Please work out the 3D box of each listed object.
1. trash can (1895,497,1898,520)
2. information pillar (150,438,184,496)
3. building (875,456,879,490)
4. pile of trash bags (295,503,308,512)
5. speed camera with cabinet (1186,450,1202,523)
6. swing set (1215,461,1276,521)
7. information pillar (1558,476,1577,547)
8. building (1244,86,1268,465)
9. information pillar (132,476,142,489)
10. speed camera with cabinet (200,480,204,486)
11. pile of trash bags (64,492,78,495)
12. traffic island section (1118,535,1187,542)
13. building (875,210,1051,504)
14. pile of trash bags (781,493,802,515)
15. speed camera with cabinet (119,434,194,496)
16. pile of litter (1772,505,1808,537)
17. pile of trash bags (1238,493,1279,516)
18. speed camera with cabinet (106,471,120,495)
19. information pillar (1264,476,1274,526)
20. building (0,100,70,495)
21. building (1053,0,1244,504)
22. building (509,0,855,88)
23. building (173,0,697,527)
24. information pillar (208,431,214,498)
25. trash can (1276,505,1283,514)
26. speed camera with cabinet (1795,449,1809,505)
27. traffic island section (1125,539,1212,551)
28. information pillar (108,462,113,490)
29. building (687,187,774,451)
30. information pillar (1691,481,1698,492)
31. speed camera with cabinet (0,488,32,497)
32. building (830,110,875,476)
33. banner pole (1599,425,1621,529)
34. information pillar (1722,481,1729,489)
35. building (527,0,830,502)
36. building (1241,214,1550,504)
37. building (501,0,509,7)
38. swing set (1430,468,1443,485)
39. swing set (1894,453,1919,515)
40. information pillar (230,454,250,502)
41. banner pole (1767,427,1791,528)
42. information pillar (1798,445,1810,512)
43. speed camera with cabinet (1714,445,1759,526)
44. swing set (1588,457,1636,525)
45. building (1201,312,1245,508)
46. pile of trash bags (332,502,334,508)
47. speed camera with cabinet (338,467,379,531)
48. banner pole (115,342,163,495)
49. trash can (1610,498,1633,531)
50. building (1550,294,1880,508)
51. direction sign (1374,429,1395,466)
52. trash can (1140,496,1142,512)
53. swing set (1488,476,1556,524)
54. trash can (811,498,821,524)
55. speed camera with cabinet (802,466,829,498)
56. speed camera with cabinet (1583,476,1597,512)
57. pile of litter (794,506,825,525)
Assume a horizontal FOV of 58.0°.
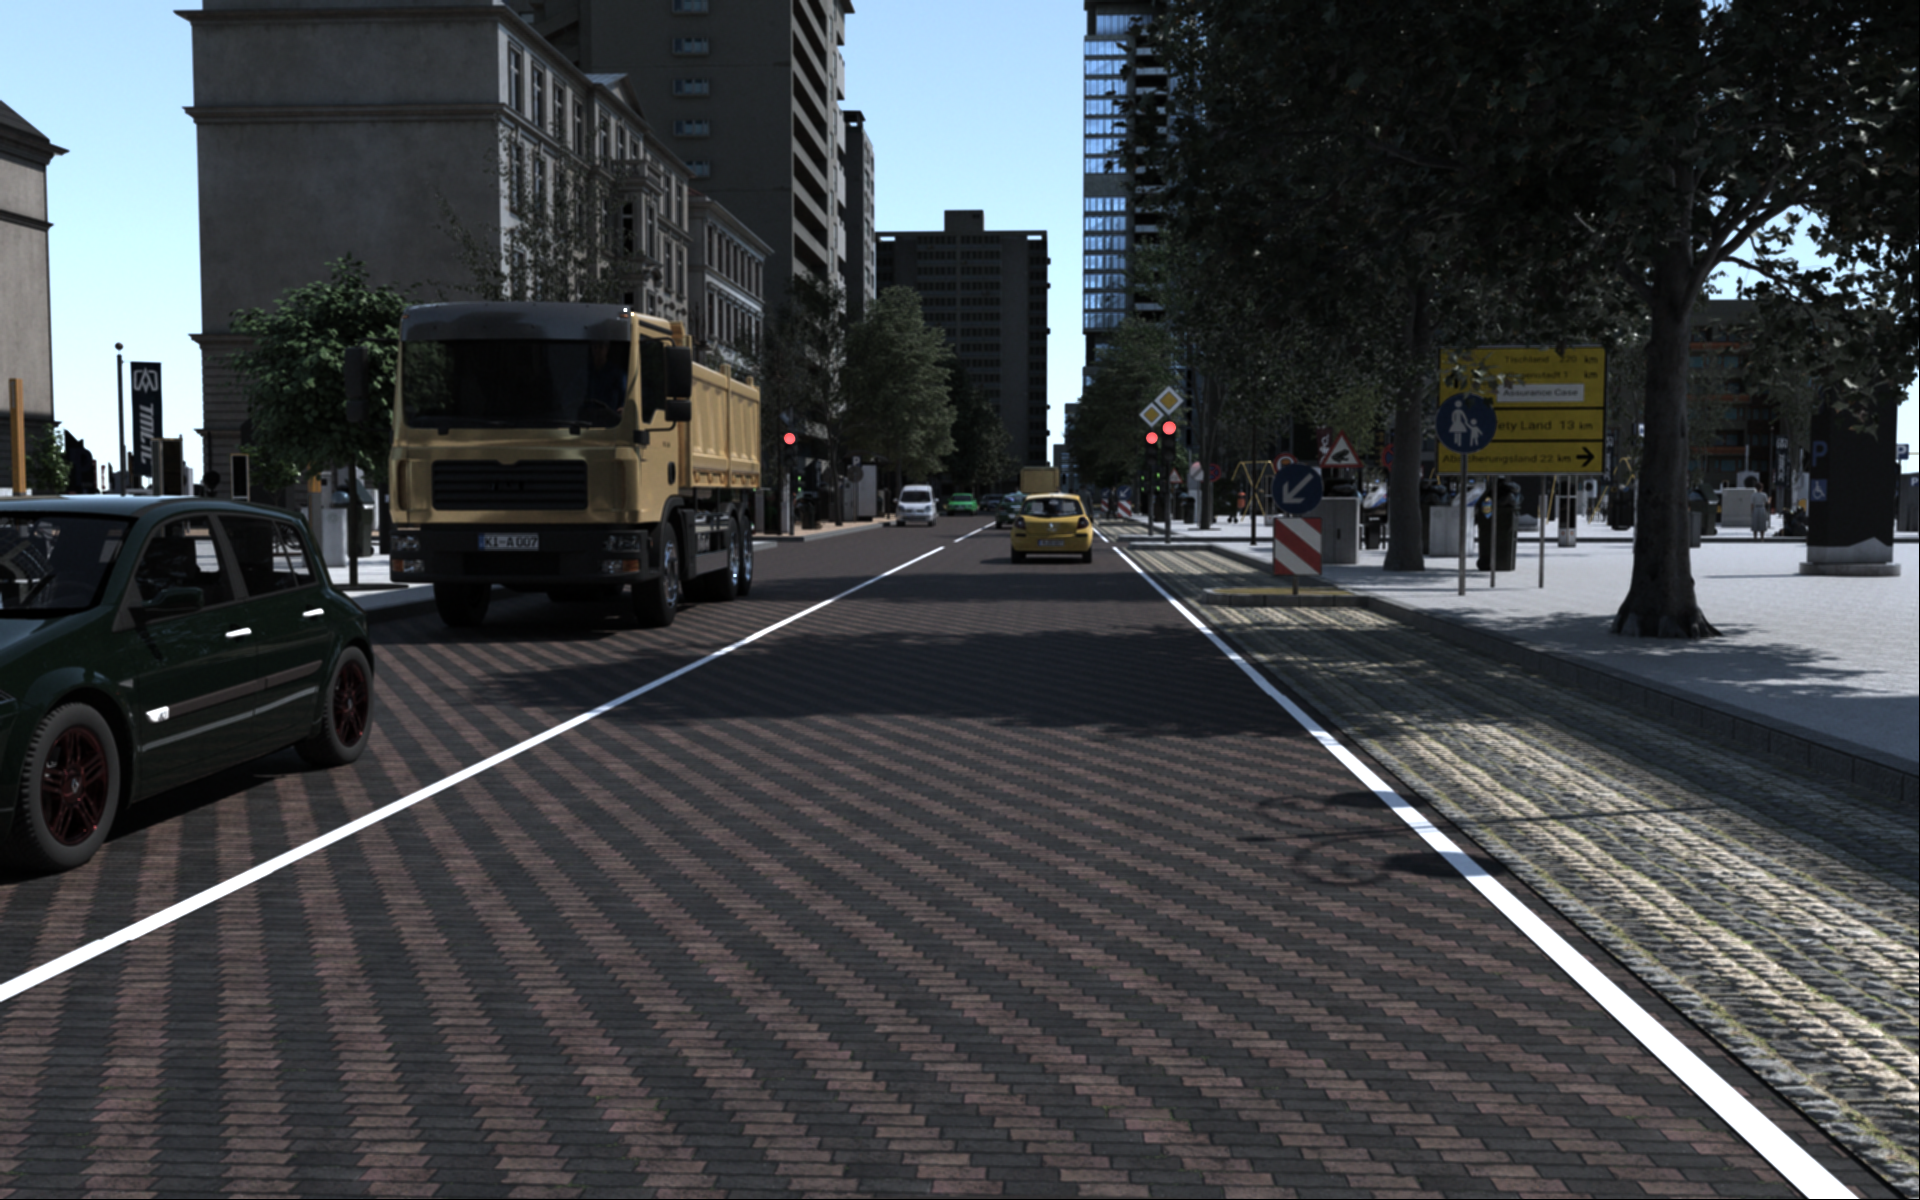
[{"bbox_3d":[47.888,-4.753,89.369,0.748,1.137,0.748,0,3,0],"label":"trash can"},{"bbox_3d":[-10.442,-1.123,22.860,0.304,2.012,0.304,3,5,44],"label":"information pillar"},{"bbox_3d":[-25.515,-39.678,237.978,27.495,52.752,28.713,0,4,3],"label":"building"},{"bbox_3d":[-43.406,-6.304,112.815,1.912,1.369,3.447,1,4,16],"label":"pile of trash bags"},{"bbox_3d":[10.426,-5.058,77.032,0.660,3.252,2.038,0,4,6],"label":"speed camera with cabinet"},{"bbox_3d":[14.088,-5.235,83.207,2.862,2.851,3.119,-1,4,-18],"label":"swing set"},{"bbox_3d":[14.652,-2.279,41.752,0.304,2.012,0.304,-2,4,-30],"label":"information pillar"},{"bbox_3d":[32.423,-28.816,154.735,14.154,41.232,14.086,0,4,3],"label":"building"},{"bbox_3d":[-31.116,-3.733,65.520,0.304,2.012,0.304,-1,4,-15],"label":"information pillar"},{"bbox_3d":[-45.193,-6.806,105.613,2.038,3.252,0.660,-3,5,-42],"label":"speed camera with cabinet"},{"bbox_3d":[-35.444,-3.539,67.609,3.447,1.369,1.912,2,4,33],"label":"pile of trash bags"},{"bbox_3d":[5.851,-1.874,52.923,2.009,0.180,2.903,0,4,3],"label":"traffic island section"},{"bbox_3d":[0.492,-33.501,239.627,23.993,40.220,32.217,0,4,3],"label":"building"},{"bbox_3d":[-9.346,-5.248,95.557,1.912,1.369,3.447,0,4,-3],"label":"pile of trash bags"},{"bbox_3d":[-26.328,-3.826,56.885,2.038,3.252,0.660,-1,4,-8],"label":"speed camera with cabinet"},{"bbox_3d":[25.089,-2.330,52.064,1.176,0.858,1.719,-1,4,-13],"label":"pile of litter"},{"bbox_3d":[17.571,-5.746,103.693,1.912,1.369,3.447,3,5,39],"label":"pile of trash bags"},{"bbox_3d":[-34.288,-4.658,70.488,0.660,3.252,2.038,-2,4,-35],"label":"speed camera with cabinet"},{"bbox_3d":[12.246,-3.922,68.609,0.304,2.012,0.304,0,4,-4],"label":"information pillar"},{"bbox_3d":[-48.794,-12.643,71.342,19.286,19.102,10.561,0,4,3],"label":"building"},{"bbox_3d":[28.048,-56.141,230.574,31.000,86.520,22.319,0,4,3],"label":"building"},{"bbox_3d":[-25.539,-35.233,165.296,28.713,52.752,27.495,0,4,3],"label":"building"},{"bbox_3d":[-21.596,-16.131,82.831,14.460,24.649,34.723,0,4,3],"label":"building"},{"bbox_3d":[-27.971,-4.486,64.696,0.183,3.616,0.504,-1,4,-15],"label":"information pillar"},{"bbox_3d":[20.834,-6.160,112.373,0.748,1.137,0.748,0,3,0],"label":"trash can"},{"bbox_3d":[36.935,-4.914,74.685,0.660,3.252,2.038,-1,4,-21],"label":"speed camera with cabinet"},{"bbox_3d":[5.413,-1.386,44.950,2.009,0.180,2.903,0,4,3],"label":"traffic island section"},{"bbox_3d":[-61.758,-8.233,125.957,0.183,3.616,0.504,0,4,-1],"label":"information pillar"},{"bbox_3d":[-19.272,-16.791,110.695,11.583,22.565,21.152,0,4,3],"label":"building"},{"bbox_3d":[41.222,-5.672,97.237,0.304,2.012,0.304,1,4,21],"label":"information pillar"},{"bbox_3d":[-25.889,-3.170,46.164,0.660,3.252,2.038,2,4,30],"label":"speed camera with cabinet"},{"bbox_3d":[-16.472,-30.803,187.222,14.086,41.232,14.154,0,4,3],"label":"building"},{"bbox_3d":[23.674,-4.460,62.932,0.863,3.779,0.401,1,4,8],"label":"banner pole"},{"bbox_3d":[42.234,-5.574,95.620,0.304,2.012,0.304,2,4,27],"label":"information pillar"},{"bbox_3d":[-22.572,-31.581,140.045,21.300,48.544,21.600,0,4,3],"label":"building"},{"bbox_3d":[33.820,-42.695,136.307,20.563,71.187,20.611,0,4,3],"label":"building"},{"bbox_3d":[-37.788,-39.280,184.225,28.212,58.520,21.231,0,4,3],"label":"building"},{"bbox_3d":[29.680,-6.547,104.665,3.119,2.851,2.862,-2,4,-24],"label":"swing set"},{"bbox_3d":[35.321,-4.189,66.116,3.119,2.851,2.862,1,4,23],"label":"swing set"},{"bbox_3d":[-13.237,-1.675,31.878,0.304,2.012,0.304,-1,4,-21],"label":"information pillar"},{"bbox_3d":[30.509,-4.567,64.694,0.863,3.779,0.401,0,4,5],"label":"banner pole"},{"bbox_3d":[40.300,-5.591,82.772,0.504,3.616,0.183,0,4,7],"label":"information pillar"},{"bbox_3d":[30.957,-4.601,69.564,2.038,3.252,0.660,0,4,1],"label":"speed camera with cabinet"},{"bbox_3d":[28.478,-4.627,73.274,2.862,2.851,3.119,0,4,5],"label":"swing set"},{"bbox_3d":[39.694,-20.268,176.423,27.650,21.520,28.899,0,4,3],"label":"building"},{"bbox_3d":[-41.792,-6.604,117.731,3.447,1.369,1.912,1,4,9],"label":"pile of trash bags"},{"bbox_3d":[-20.431,-3.993,59.629,0.660,3.252,2.038,2,4,28],"label":"speed camera with cabinet"},{"bbox_3d":[-13.675,-2.372,28.802,0.863,3.779,0.401,-2,4,-29],"label":"banner pole"},{"bbox_3d":[23.349,-3.028,61.155,0.748,1.137,0.748,0,3,0],"label":"trash can"},{"bbox_3d":[73.373,-20.261,176.305,28.899,21.520,27.650,0,4,3],"label":"building"},{"bbox_3d":[14.782,-4.157,59.971,0.876,3.537,0.379,2,4,24],"label":"direction sign"},{"bbox_3d":[12.757,-6.817,123.109,0.748,1.137,0.748,0,3,0],"label":"trash can"},{"bbox_3d":[23.670,-4.562,72.202,3.119,2.851,2.862,0,4,0],"label":"swing set"},{"bbox_3d":[-6.029,-3.634,71.063,0.748,1.137,0.748,0,3,0],"label":"trash can"},{"bbox_3d":[-10.190,-7.886,123.266,2.038,3.252,0.660,1,4,21],"label":"speed camera with cabinet"},{"bbox_3d":[39.189,-7.051,109.617,2.038,3.252,0.660,3,5,41],"label":"speed camera with cabinet"},{"bbox_3d":[-6.461,-3.633,73.366,1.719,0.858,1.176,-2,4,-28],"label":"pile of litter"}]
